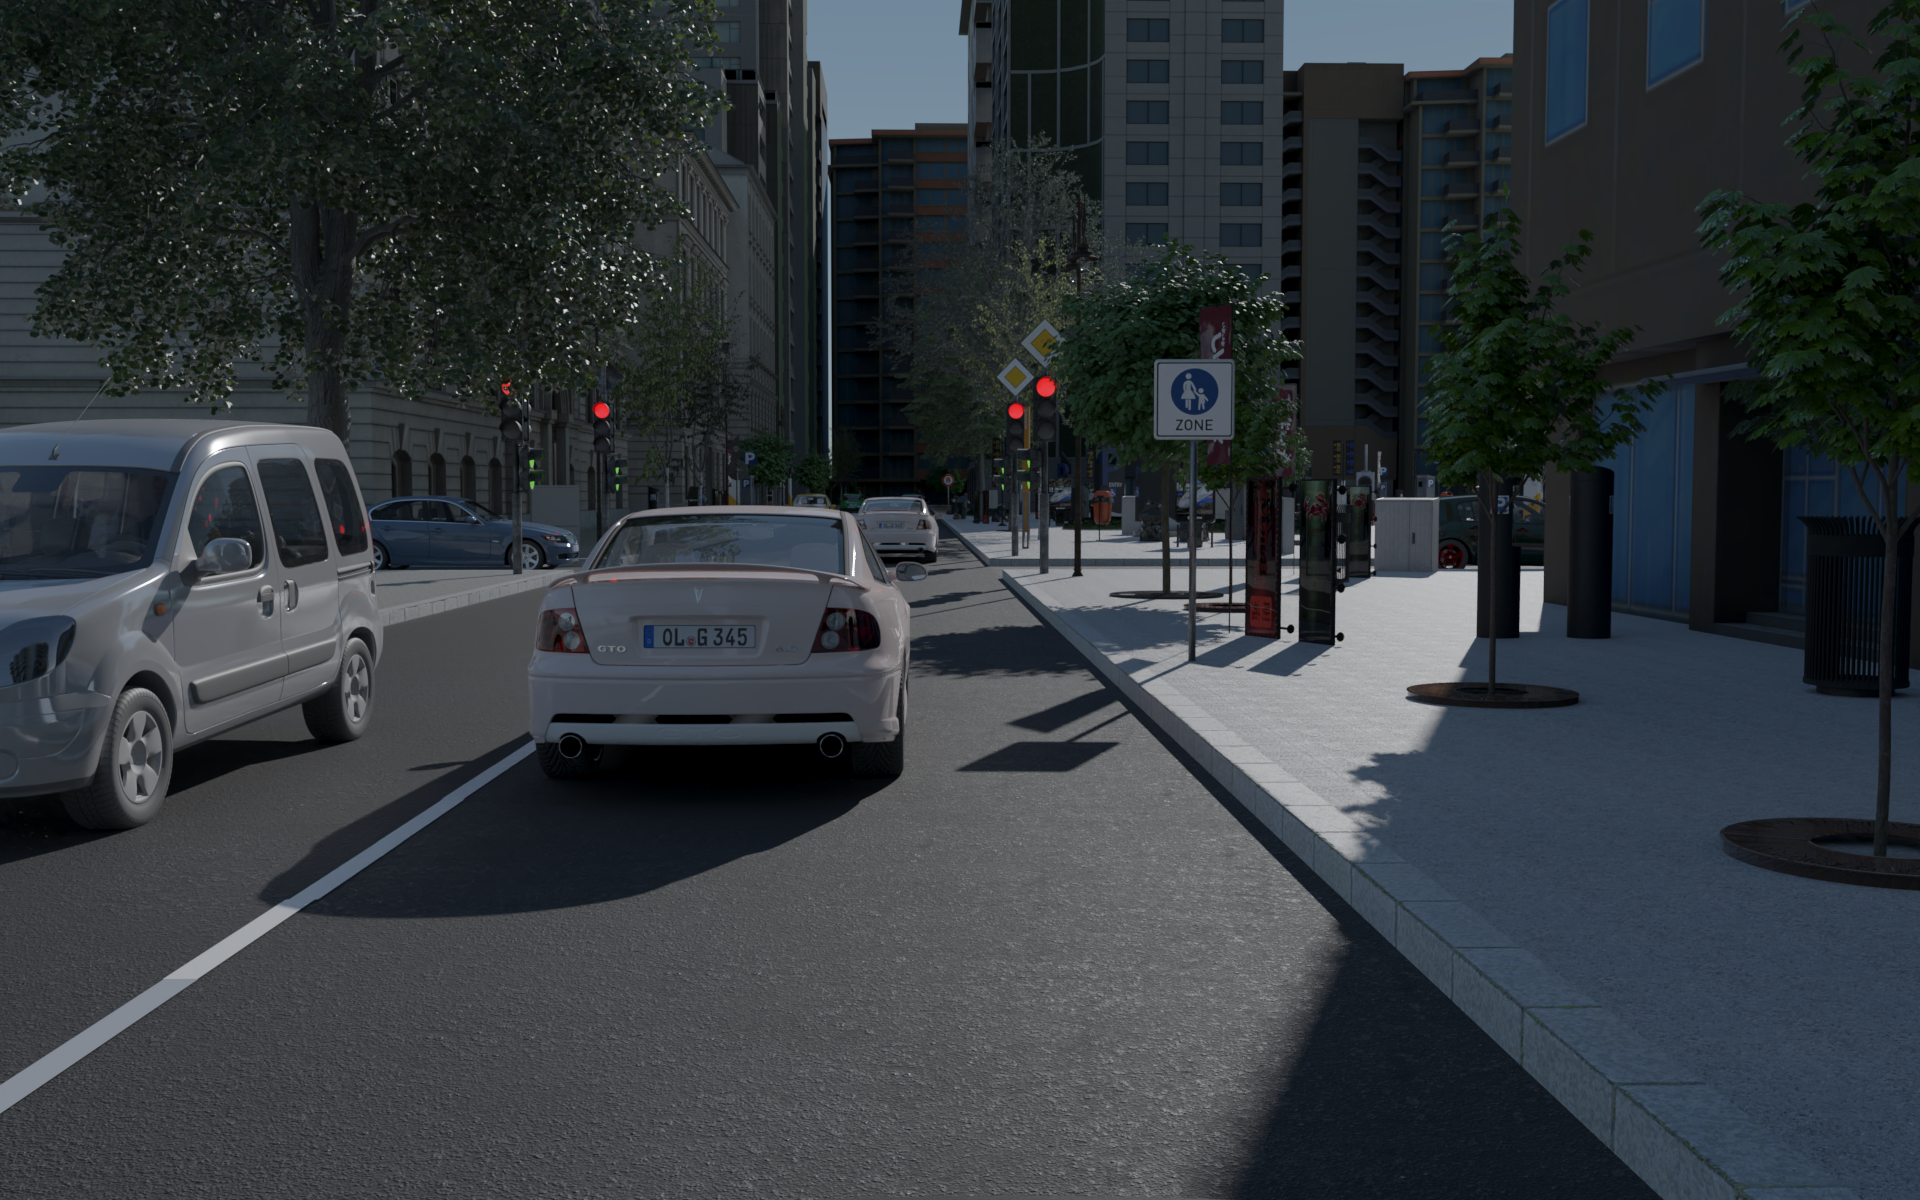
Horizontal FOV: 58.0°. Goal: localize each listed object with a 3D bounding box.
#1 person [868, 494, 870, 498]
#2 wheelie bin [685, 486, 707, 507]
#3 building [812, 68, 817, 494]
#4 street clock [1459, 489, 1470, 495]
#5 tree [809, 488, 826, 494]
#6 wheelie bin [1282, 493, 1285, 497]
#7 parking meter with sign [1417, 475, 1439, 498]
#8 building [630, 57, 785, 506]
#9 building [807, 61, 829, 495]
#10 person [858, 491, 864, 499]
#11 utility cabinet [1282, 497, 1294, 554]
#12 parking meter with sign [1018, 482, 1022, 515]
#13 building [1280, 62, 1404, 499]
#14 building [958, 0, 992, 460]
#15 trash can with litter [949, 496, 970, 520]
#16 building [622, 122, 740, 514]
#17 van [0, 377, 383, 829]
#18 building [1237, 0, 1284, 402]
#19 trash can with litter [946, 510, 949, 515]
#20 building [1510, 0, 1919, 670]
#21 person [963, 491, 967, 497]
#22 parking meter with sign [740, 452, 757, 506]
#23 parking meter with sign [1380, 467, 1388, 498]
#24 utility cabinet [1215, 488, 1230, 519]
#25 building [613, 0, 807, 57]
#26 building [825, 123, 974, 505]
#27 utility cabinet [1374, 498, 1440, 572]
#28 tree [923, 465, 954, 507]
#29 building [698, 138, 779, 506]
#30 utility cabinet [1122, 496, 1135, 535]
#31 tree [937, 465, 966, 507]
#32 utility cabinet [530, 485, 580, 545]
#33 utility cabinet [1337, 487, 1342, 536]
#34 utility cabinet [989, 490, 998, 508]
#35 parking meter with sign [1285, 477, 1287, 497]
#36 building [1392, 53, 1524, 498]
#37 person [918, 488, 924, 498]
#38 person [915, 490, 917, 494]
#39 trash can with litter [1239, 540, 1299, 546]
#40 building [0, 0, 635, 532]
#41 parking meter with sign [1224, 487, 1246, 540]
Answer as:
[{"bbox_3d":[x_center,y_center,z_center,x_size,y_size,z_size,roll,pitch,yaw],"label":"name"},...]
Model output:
[{"bbox_3d":[-9.353,-10.112,177.087,0.557,1.426,1.065,2,4,23],"label":"person"},{"bbox_3d":[-10.905,-3.902,71.698,0.980,1.594,0.693,1,4,12],"label":"wheelie bin"},{"bbox_3d":[-20.766,-29.210,161.175,14.154,41.232,14.086,0,4,-2],"label":"building"},{"bbox_3d":[17.107,-3.314,58.749,0.471,2.002,0.358,1,4,22],"label":"street clock"},{"bbox_3d":[-10.805,-8.366,131.377,1.663,3.219,1.824,0,3,0],"label":"tree"},{"bbox_3d":[18.558,-5.705,101.187,0.693,1.594,0.980,-1,4,-18],"label":"wheelie bin"},{"bbox_3d":[18.612,-4.459,69.162,0.543,3.016,1.738,-1,4,-20],"label":"parking meter with sign"},{"bbox_3d":[-19.598,-21.197,118.278,14.160,30.474,14.107,0,4,-2],"label":"building"},{"bbox_3d":[-20.891,-32.207,176.689,14.200,45.320,14.600,0,4,-2],"label":"building"},{"bbox_3d":[-8.756,-8.617,150.120,1.217,1.736,0.721,3,5,40],"label":"person"},{"bbox_3d":[6.907,-1.616,37.583,0.306,1.237,1.020,-1,4,-16],"label":"utility cabinet"},{"bbox_3d":[3.680,-6.807,107.553,0.543,3.016,1.738,-2,4,-32],"label":"parking meter with sign"},{"bbox_3d":[36.111,-32.262,177.600,14.200,45.320,14.600,0,4,-2],"label":"building"},{"bbox_3d":[14.565,-35.586,171.067,28.713,52.752,27.495,0,4,-2],"label":"building"},{"bbox_3d":[0.043,-4.661,87.592,0.624,1.170,1.055,1,4,22],"label":"trash can with litter"},{"bbox_3d":[-16.541,-13.259,81.406,10.561,19.102,19.286,0,4,-2],"label":"building"},{"bbox_3d":[-4.324,-0.104,8.712,2.013,2.044,4.112,0,4,0],"label":"van"},{"bbox_3d":[11.213,-42.053,125.817,20.563,71.187,20.611,0,4,-2],"label":"building"},{"bbox_3d":[-0.506,-5.871,107.370,0.624,1.170,1.055,-3,5,-40],"label":"trash can with litter"},{"bbox_3d":[13.648,-22.174,12.660,14.600,45.320,14.200,0,4,-2],"label":"building"},{"bbox_3d":[0.635,-11.154,190.865,0.705,1.824,1.348,3,5,44],"label":"person"},{"bbox_3d":[-8.670,-4.540,70.493,0.543,3.016,1.738,0,4,2],"label":"parking meter with sign"},{"bbox_3d":[26.950,-6.982,110.417,0.543,3.016,1.738,1,4,14],"label":"parking meter with sign"},{"bbox_3d":[10.280,-3.653,68.409,1.173,1.500,0.318,3,4,36],"label":"utility cabinet"},{"bbox_3d":[-19.003,-27.428,132.041,14.154,41.232,14.086,0,4,-2],"label":"building"},{"bbox_3d":[-2.796,-33.806,207.345,28.867,44.769,22.147,0,4,-2],"label":"building"},{"bbox_3d":[7.419,-1.079,28.801,1.020,1.237,0.306,3,4,39],"label":"utility cabinet"},{"bbox_3d":[-2.040,-11.674,174.578,4.285,4.588,4.351,0,3,0],"label":"tree"},{"bbox_3d":[-15.992,-15.349,100.111,9.793,20.994,18.267,0,4,-2],"label":"building"},{"bbox_3d":[5.651,-2.676,54.911,1.020,1.237,0.306,1,4,23],"label":"utility cabinet"},{"bbox_3d":[-0.239,-7.389,115.415,1.663,3.219,1.824,0,3,0],"label":"tree"},{"bbox_3d":[-10.116,-2.113,43.224,1.173,1.500,0.318,-1,4,-22],"label":"utility cabinet"},{"bbox_3d":[10.995,-2.620,51.513,0.318,1.500,1.173,-1,4,-10],"label":"utility cabinet"},{"bbox_3d":[1.655,-5.820,103.834,1.173,1.500,0.318,0,4,-7],"label":"utility cabinet"},{"bbox_3d":[12.372,-4.517,70.110,1.738,3.016,0.543,1,4,23],"label":"parking meter with sign"},{"bbox_3d":[57.718,-31.842,175.240,28.867,44.769,22.147,0,4,-2],"label":"building"},{"bbox_3d":[-2.632,-6.377,112.784,0.705,1.822,1.348,2,4,31],"label":"person"},{"bbox_3d":[-4.491,-10.415,178.802,0.705,1.822,1.348,-1,4,-19],"label":"person"},{"bbox_3d":[8.172,-1.999,43.741,1.678,1.210,2.233,-1,4,-15],"label":"trash can with litter"},{"bbox_3d":[-18.339,-14.352,53.733,14.460,24.649,34.723,0,4,-2],"label":"building"},{"bbox_3d":[7.976,-3.194,48.489,0.543,3.016,1.738,-1,4,-20],"label":"parking meter with sign"}]
